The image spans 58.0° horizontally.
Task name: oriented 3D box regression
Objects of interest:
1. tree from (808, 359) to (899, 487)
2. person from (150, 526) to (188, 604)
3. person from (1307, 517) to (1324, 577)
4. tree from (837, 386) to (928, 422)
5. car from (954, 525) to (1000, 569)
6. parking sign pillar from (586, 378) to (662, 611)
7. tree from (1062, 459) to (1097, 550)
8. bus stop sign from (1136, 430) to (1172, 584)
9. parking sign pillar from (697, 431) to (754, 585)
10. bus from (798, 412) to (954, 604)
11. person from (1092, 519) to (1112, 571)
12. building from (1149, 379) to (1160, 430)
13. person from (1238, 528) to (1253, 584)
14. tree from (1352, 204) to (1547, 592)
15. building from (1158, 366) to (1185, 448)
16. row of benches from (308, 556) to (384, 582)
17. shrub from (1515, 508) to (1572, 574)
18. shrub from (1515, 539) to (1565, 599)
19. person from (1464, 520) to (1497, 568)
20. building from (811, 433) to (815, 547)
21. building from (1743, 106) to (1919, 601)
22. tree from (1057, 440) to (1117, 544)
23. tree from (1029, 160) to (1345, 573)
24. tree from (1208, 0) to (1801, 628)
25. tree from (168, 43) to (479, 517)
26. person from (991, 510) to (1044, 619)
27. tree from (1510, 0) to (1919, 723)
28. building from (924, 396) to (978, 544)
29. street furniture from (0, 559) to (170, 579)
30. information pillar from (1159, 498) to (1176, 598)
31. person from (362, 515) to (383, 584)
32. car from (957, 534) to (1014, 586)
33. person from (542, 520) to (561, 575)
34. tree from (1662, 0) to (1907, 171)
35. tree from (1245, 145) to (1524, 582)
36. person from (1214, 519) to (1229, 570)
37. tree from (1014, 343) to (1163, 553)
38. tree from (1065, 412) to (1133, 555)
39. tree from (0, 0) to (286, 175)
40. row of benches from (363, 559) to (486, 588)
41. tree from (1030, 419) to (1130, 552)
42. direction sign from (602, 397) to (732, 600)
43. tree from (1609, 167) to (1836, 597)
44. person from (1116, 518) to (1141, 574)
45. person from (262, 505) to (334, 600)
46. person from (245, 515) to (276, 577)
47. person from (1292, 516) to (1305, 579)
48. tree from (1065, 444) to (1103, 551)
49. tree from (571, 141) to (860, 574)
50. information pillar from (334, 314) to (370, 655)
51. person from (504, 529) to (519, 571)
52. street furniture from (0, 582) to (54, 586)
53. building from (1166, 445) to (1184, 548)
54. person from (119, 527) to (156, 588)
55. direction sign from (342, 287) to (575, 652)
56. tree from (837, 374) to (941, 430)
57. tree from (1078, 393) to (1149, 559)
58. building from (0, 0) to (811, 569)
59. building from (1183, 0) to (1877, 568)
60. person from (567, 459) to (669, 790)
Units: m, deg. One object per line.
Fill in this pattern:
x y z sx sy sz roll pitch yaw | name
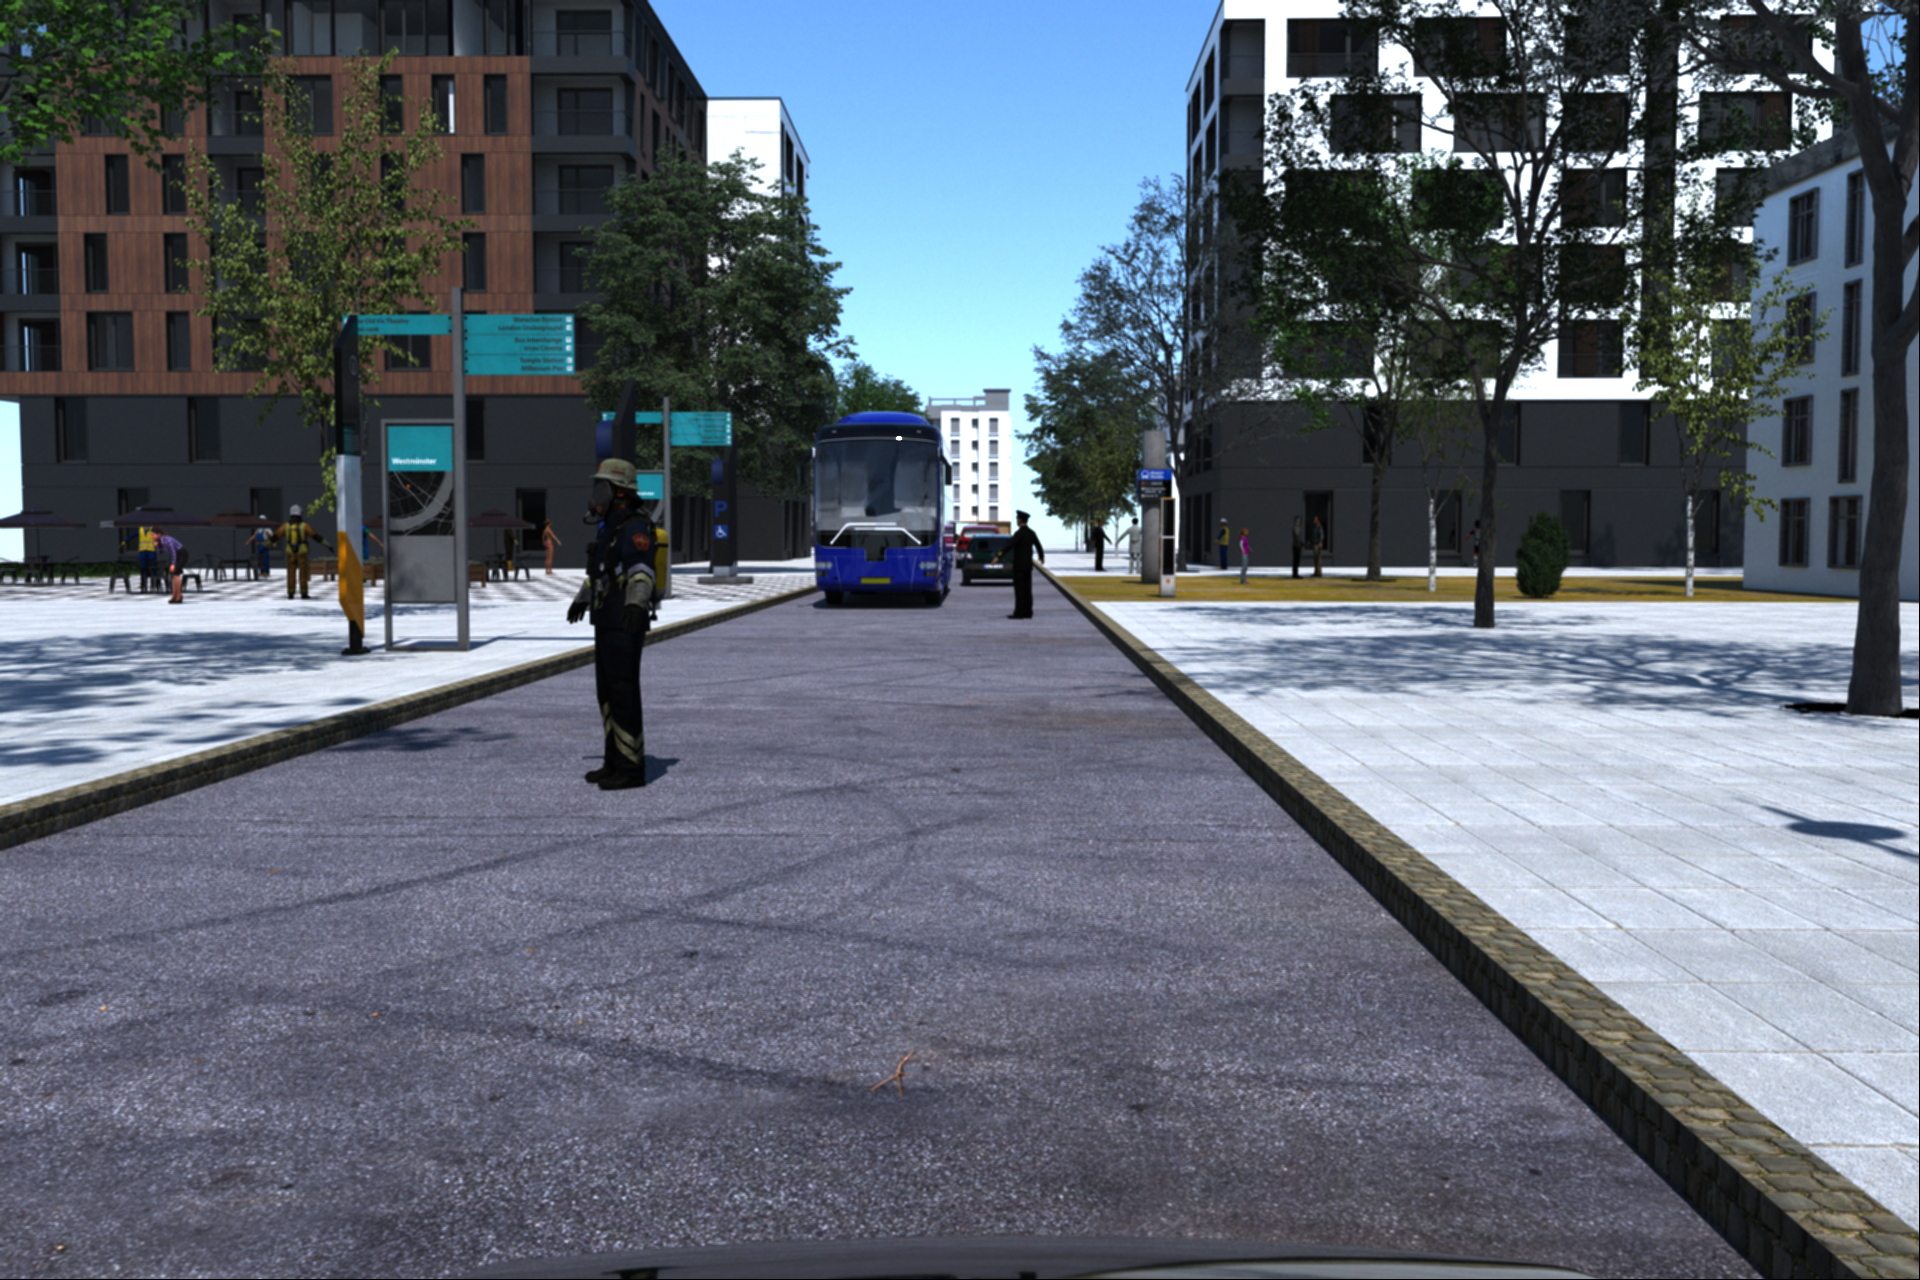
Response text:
-7.009 -10.814 102.570 9.928 11.665 9.643 0 3 0 | tree
-14.504 -1.377 31.791 0.421 1.427 0.697 2 4 32 | person
10.680 -2.788 51.862 0.705 1.796 1.348 0 4 -5 | person
-6.001 -11.967 121.422 9.928 11.665 9.643 0 3 0 | tree
0.863 -3.970 73.575 2.281 1.827 5.304 0 4 1 | car
-5.813 -2.500 29.350 1.447 3.967 1.447 0 4 0 | parking sign pillar
9.732 -11.470 137.890 4.360 8.622 3.978 0 3 0 | tree
4.952 -3.380 44.282 0.837 3.901 0.837 0 4 0 | bus stop sign
-6.052 -3.433 44.597 1.447 3.967 1.447 0 4 2 | parking sign pillar
-1.509 -2.870 38.479 2.896 3.916 12.251 0 4 1 | bus
4.846 -3.275 59.778 0.704 1.802 1.346 2 4 33 | person
27.847 -21.558 208.899 16.016 20.090 11.380 0 4 2 | building
7.387 -2.161 44.598 0.599 1.433 0.991 1 4 22 | person
10.560 -5.399 38.644 4.360 8.622 3.978 0 3 0 | tree
27.236 -20.574 192.806 16.016 20.090 11.380 0 4 2 | building
-16.747 -2.016 48.428 1.422 0.672 4.104 1 4 19 | row of benches
16.782 -2.775 49.797 1.690 2.028 1.600 0 3 0 | shrub
11.530 -1.430 34.500 1.383 1.207 1.383 0 3 0 | shrub
19.582 -3.619 65.313 1.345 1.843 0.704 3 5 44 | person
-23.498 -20.240 161.857 19.493 23.208 18.063 0 4 1 | building
22.718 -5.184 26.901 9.099 9.664 28.070 0 4 1 | building
16.628 -19.570 226.621 9.857 13.997 8.962 0 3 0 | tree
7.445 -9.017 57.800 12.009 13.543 11.850 0 3 0 | tree
6.955 -5.429 23.182 8.767 10.594 7.601 3 4 38 | tree
-9.209 -4.591 25.431 4.737 8.622 4.395 0 3 0 | tree
1.039 -1.279 29.308 0.705 1.837 1.347 3 5 41 | person
6.581 -6.204 11.809 12.009 13.543 11.850 0 3 0 | tree
-4.415 -22.682 229.722 11.380 20.090 16.016 0 4 6 | building
-28.425 -2.165 51.021 10.072 0.657 5.734 -2 4 -32 | street furniture
4.192 -1.865 34.991 0.304 2.012 0.304 0 4 0 | information pillar
-15.381 -2.343 44.435 1.347 1.817 0.704 1 4 19 | person
0.916 -2.402 49.059 2.009 1.686 4.222 0 4 0 | car
-12.925 -2.936 54.814 0.721 1.733 1.217 -3 4 -38 | person
28.247 -12.014 52.313 12.611 20.169 13.585 0 3 0 | tree
11.384 -7.391 46.601 9.928 11.665 9.643 0 3 0 | tree
9.417 -3.433 62.105 0.705 1.833 1.349 2 4 25 | person
8.744 -12.750 115.114 9.857 13.997 8.962 0 3 0 | tree
8.110 -9.495 105.602 4.360 8.622 3.978 0 3 0 | tree
-8.979 -5.328 12.861 9.928 11.665 9.643 0 3 0 | tree
-13.210 -1.620 41.958 4.104 0.672 1.422 2 4 24 | row of benches
9.267 -11.657 124.998 8.767 10.594 7.601 0 4 2 | tree
-5.694 -2.789 34.358 2.525 3.948 1.411 0 4 1 | direction sign
14.966 -5.177 35.005 4.737 8.622 4.395 0 3 0 | tree
5.618 -3.013 55.451 1.347 1.806 0.705 1 4 21 | person
-13.015 -1.728 34.021 1.354 1.858 0.705 -1 4 -9 | person
-20.978 -2.828 52.097 1.347 1.847 0.705 2 4 31 | person
9.732 -2.676 49.874 0.705 1.813 1.348 0 4 5 | person
8.765 -11.122 132.210 4.360 8.622 3.978 0 3 0 | tree
-7.900 -9.120 55.768 9.857 13.997 8.962 0 3 0 | tree
-6.459 -1.649 18.324 0.183 3.616 0.504 0 4 2 | information pillar
-15.689 -3.319 60.395 0.704 1.812 1.346 -2 4 -30 | person
-25.565 -1.695 34.568 9.812 1.723 11.010 2 4 32 | street furniture
24.407 -13.546 163.627 9.099 9.664 28.070 0 4 2 | building
-19.466 -2.140 41.459 1.216 1.772 0.721 -1 4 -10 | person
-5.416 -1.874 19.395 2.525 3.948 1.411 0 4 2 | direction sign
-6.120 -14.242 139.508 9.857 13.997 8.962 0 3 0 | tree
8.207 -8.596 90.907 4.737 8.622 4.395 0 3 0 | tree
-22.353 -14.399 79.394 27.936 21.610 32.646 0 4 1 | building
24.381 -14.559 82.006 27.936 21.610 32.646 0 4 2 | building
-1.966 -0.098 9.844 0.705 1.856 1.354 -2 4 -26 | person
